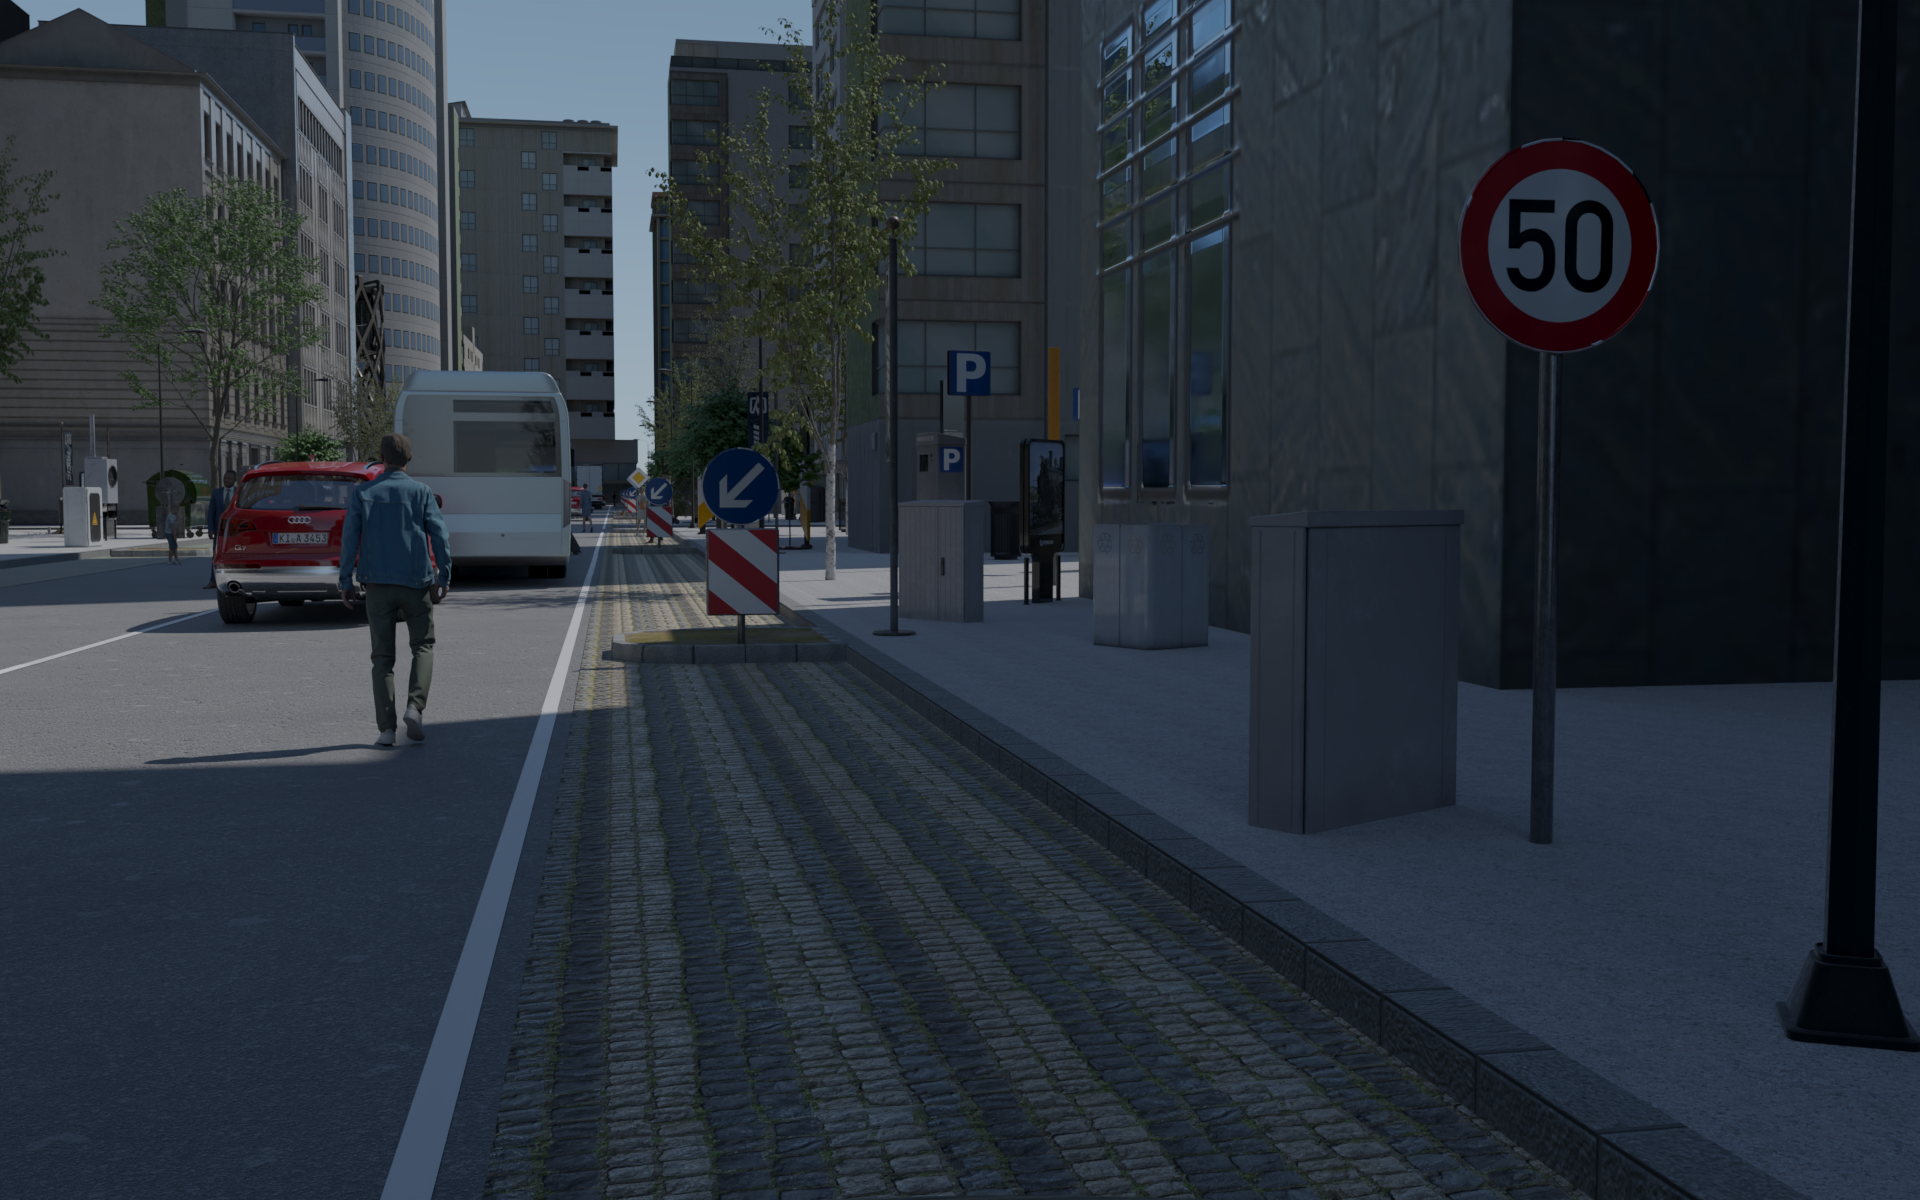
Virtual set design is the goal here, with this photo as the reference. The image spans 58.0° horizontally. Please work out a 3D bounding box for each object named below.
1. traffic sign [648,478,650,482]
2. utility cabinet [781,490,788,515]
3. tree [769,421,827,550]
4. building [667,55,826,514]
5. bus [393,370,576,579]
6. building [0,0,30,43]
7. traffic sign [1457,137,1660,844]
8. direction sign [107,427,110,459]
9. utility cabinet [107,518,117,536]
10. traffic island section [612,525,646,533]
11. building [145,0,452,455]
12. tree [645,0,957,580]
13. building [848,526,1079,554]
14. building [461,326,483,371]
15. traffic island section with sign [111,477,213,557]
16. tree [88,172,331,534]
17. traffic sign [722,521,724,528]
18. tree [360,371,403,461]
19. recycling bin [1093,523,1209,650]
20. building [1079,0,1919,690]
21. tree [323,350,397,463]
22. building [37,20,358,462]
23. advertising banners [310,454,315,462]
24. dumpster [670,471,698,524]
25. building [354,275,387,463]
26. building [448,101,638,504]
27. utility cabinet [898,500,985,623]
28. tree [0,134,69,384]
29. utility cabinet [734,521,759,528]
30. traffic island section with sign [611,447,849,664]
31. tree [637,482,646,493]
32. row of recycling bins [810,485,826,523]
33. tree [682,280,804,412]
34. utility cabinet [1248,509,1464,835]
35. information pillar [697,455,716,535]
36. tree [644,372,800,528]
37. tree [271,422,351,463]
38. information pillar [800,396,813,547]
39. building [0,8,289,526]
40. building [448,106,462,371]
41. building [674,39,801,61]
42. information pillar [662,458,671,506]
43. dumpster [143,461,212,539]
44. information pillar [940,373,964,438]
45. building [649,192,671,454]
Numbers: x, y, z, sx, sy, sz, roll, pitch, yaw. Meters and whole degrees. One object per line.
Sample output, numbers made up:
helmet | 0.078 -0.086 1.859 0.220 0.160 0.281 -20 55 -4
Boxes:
traffic sign | -22.269 -7.681 125.689 0.768 2.556 0.104 0 4 -2
utility cabinet | -10.597 -5.913 105.358 0.318 1.500 1.173 0 4 5
tree | -3.823 -2.784 40.122 1.663 3.219 1.824 0 3 0
building | -12.938 -21.250 119.146 14.160 30.474 14.107 -1 4 -11
bus | -8.635 -2.295 32.377 2.948 3.499 13.247 -1 4 -13
building | -49.527 -14.891 73.153 15.834 23.373 12.332 -1 4 -11
traffic sign | 2.142 -0.379 6.303 0.768 2.556 0.104 0 4 -8
direction sign | -28.886 -4.087 58.818 0.379 3.537 0.876 -2 4 -23
utility cabinet | -26.164 -2.670 52.327 1.173 1.500 0.318 -1 4 -19
traffic island section | -11.912 -2.580 64.466 2.009 0.180 2.903 -1 4 -11
building | -57.425 -37.399 153.468 21.231 58.520 28.212 -1 4 -11
tree | -2.152 -4.606 25.667 4.737 8.622 4.395 0 3 0
building | 3.815 -22.045 44.029 14.154 41.232 14.086 -1 4 -11
building | -70.405 -21.583 197.926 28.899 21.520 27.650 -1 4 -11
traffic island section with sign | -18.404 -1.931 40.208 1.989 1.847 2.006 -1 4 -11
tree | -24.004 -7.951 55.758 9.928 11.665 9.643 0 3 0
traffic sign | -7.360 -3.278 53.705 0.768 2.556 0.104 0 4 -3
tree | -34.326 -9.399 104.034 4.737 8.622 4.395 0 3 0
recycling bin | 1.616 -0.128 14.653 0.722 1.027 0.722 -3 4 -38
building | 15.457 -42.405 5.989 22.319 86.520 31.000 -1 4 -11
tree | -30.547 -8.444 88.425 4.360 8.622 3.978 0 3 0
building | -41.892 -17.110 97.763 12.078 24.808 19.932 -1 4 -11
advertising banners | -28.303 -4.817 74.944 0.090 3.025 2.074 0 4 2
dumpster | -11.764 -4.393 74.317 1.502 2.255 1.985 -1 4 -11
building | -47.722 -15.245 116.700 16.820 18.784 16.811 -1 4 -11
building | -59.329 -39.923 241.975 27.495 52.752 28.713 -1 4 -11
utility cabinet | -0.204 -0.398 17.670 0.306 1.237 1.020 -3 5 -42
tree | -20.207 -5.191 35.243 4.737 8.622 4.395 0 3 0
utility cabinet | -6.746 -2.810 54.626 0.318 1.500 1.173 -3 4 -36
traffic island section with sign | -2.113 -0.419 15.472 1.989 1.847 2.006 -1 4 -11
tree | -34.704 -11.879 188.829 1.663 3.219 1.824 0 3 0
row of recycling bins | -6.752 -4.404 79.117 1.069 1.692 3.534 0 4 2
tree | -7.711 -6.732 60.429 4.360 8.622 3.978 0 3 0
utility cabinet | 1.582 0.260 6.914 1.020 1.237 0.306 -3 5 -41
information pillar | -8.095 -3.889 54.947 0.504 3.616 0.183 -1 4 -18
tree | -6.265 -3.867 46.935 4.285 4.588 4.351 0 3 0
tree | -29.469 -5.806 78.635 4.285 4.588 4.351 0 3 0
information pillar | -3.738 -3.087 41.822 0.183 3.616 0.504 -2 4 -26
building | -37.435 -14.078 79.327 9.793 20.994 18.267 -1 4 -11
building | -58.513 -30.116 175.998 14.154 41.232 14.086 -1 4 -11
building | -19.328 -29.189 160.827 14.154 41.232 14.086 -1 4 -11
information pillar | -16.511 -6.489 97.448 0.504 3.616 0.183 1 4 10
dumpster | -22.919 -2.949 50.709 1.502 2.255 1.985 -1 4 -11
information pillar | -0.124 -2.341 29.632 0.504 3.616 0.183 -3 5 -41
building | -30.511 -36.060 244.209 28.867 44.769 22.147 -1 4 -11
